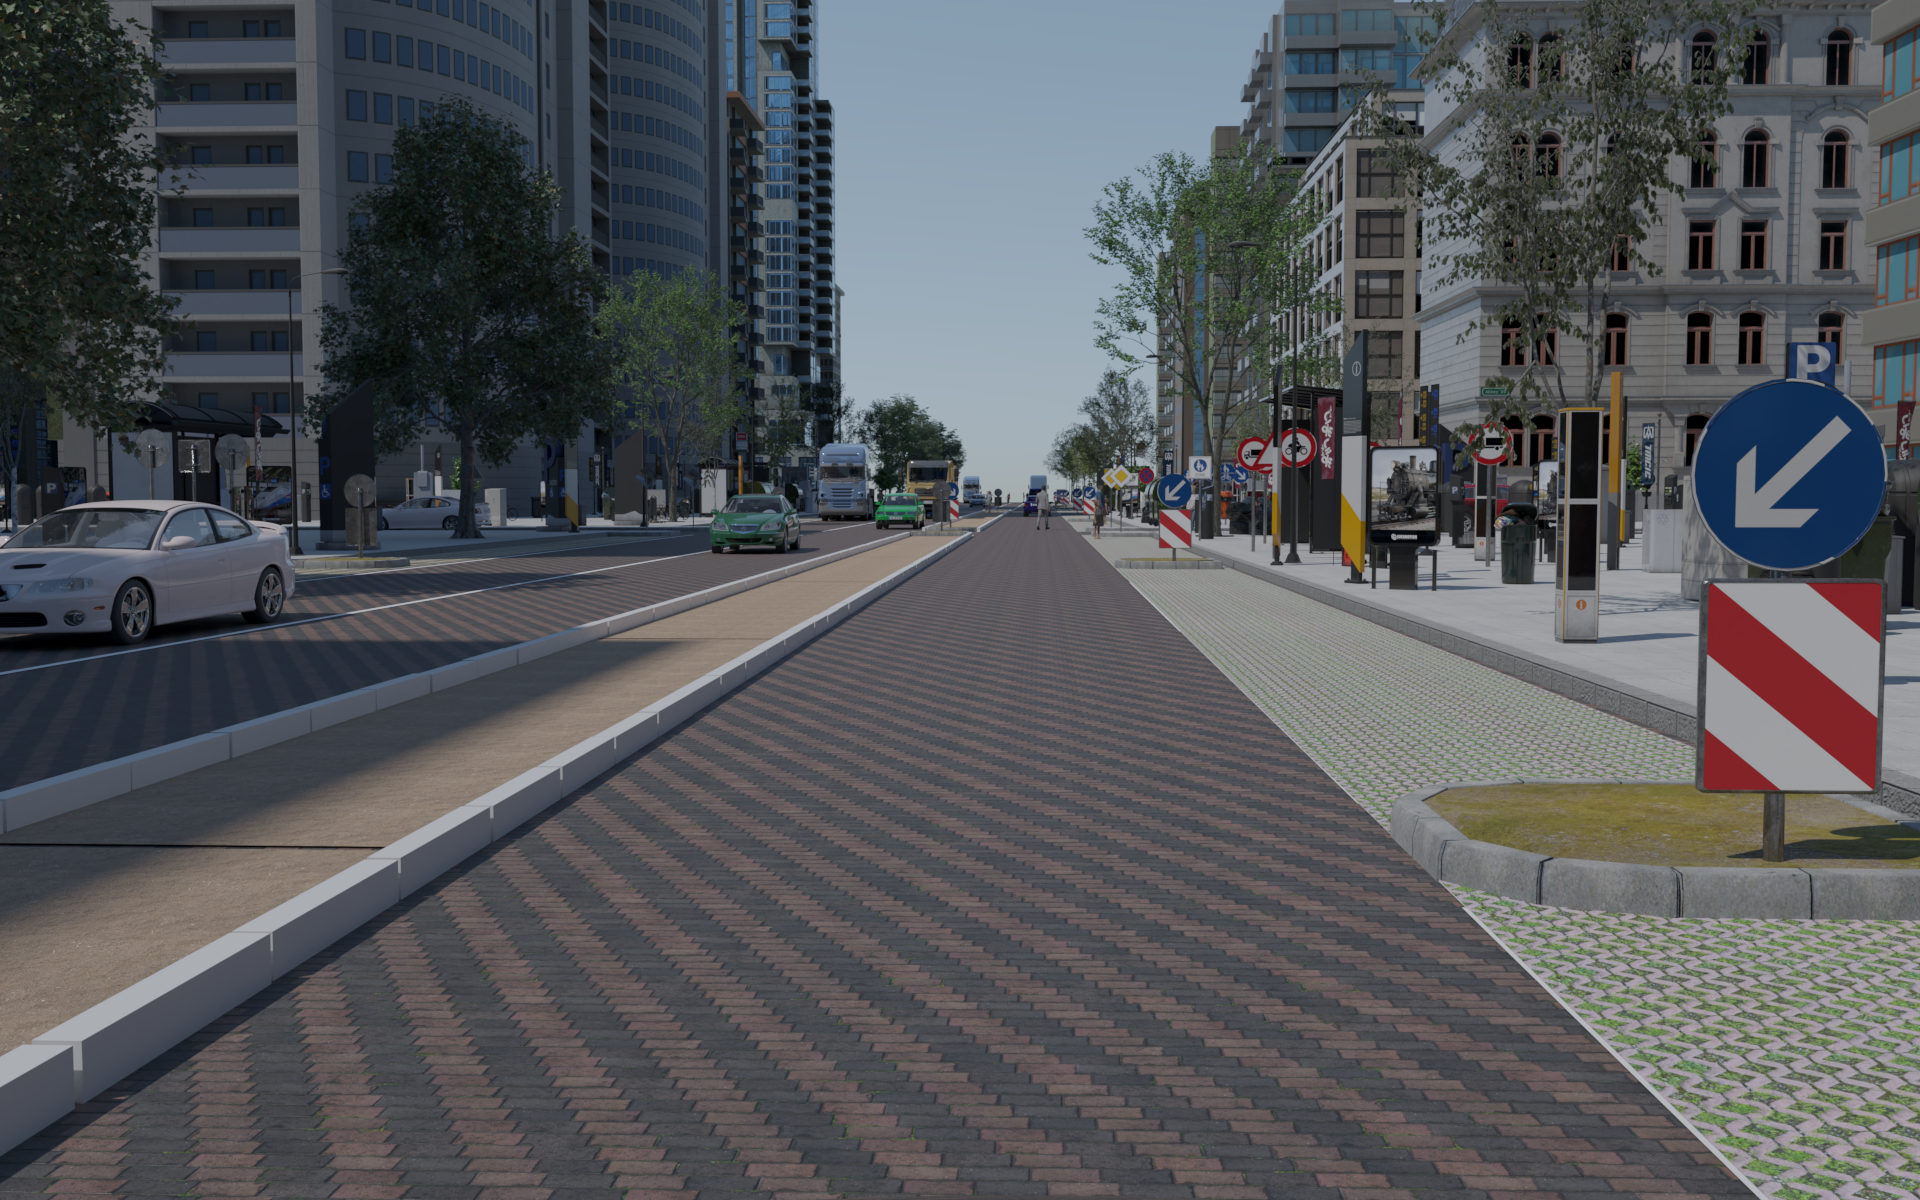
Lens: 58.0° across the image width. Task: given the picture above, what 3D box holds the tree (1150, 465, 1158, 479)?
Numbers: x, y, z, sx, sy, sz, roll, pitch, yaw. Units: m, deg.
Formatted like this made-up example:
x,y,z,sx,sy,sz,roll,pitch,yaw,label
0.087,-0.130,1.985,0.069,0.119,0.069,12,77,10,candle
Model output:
x,y,z,sx,sy,sz,roll,pitch,yaw,label
10.541,-6.414,99.471,1.663,3.219,1.824,0,3,0,tree

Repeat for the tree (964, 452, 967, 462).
x,y,z,sx,sy,sz,roll,pitch,yaw,label
-2.345,-23.036,302.397,9.928,11.665,9.643,0,3,0,tree

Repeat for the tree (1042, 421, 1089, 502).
x,y,z,sx,sy,sz,roll,pitch,yaw,label
18.854,-23.223,290.072,12.009,13.543,11.850,0,3,0,tree

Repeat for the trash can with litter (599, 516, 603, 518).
x,y,z,sx,sy,sz,roll,pitch,yaw,label
-19.039,-5.075,94.041,1.678,1.210,2.233,-1,4,-11,trash can with litter

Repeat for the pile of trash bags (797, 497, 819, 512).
x,y,z,sx,sy,sz,roll,pitch,yaw,label
-11.142,-6.994,124.107,1.912,1.369,3.447,1,4,18,pile of trash bags

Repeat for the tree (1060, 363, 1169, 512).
x,y,z,sx,sy,sz,roll,pitch,yaw,label
11.397,-11.579,123.733,7.601,10.594,8.767,0,4,7,tree

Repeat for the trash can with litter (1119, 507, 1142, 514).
x,y,z,sx,sy,sz,roll,pitch,yaw,label
11.721,-6.291,113.909,2.233,1.210,1.678,3,5,40,trash can with litter

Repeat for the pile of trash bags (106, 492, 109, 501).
x,y,z,sx,sy,sz,roll,pitch,yaw,label
-69.382,-8.144,142.912,1.912,1.369,3.447,3,5,41,pile of trash bags

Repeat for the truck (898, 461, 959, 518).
x,y,z,sx,sy,sz,roll,pitch,yaw,label
-1.624,-6.504,102.256,3.469,3.379,9.791,0,4,3,truck

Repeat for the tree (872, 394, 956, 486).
x,y,z,sx,sy,sz,roll,pitch,yaw,label
-6.412,-18.974,216.872,9.857,13.997,8.962,0,3,0,tree

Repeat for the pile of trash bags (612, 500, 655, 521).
x,y,z,sx,sy,sz,roll,pitch,yaw,label
-15.528,-4.393,81.585,1.912,1.369,3.447,0,4,4,pile of trash bags

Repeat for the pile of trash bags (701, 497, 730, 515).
x,y,z,sx,sy,sz,roll,pitch,yaw,label
-14.745,-5.789,104.397,1.912,1.369,3.447,-1,4,-21,pile of trash bags

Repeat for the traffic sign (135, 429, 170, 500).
x,y,z,sx,sy,sz,roll,pitch,yaw,label
-15.805,-2.065,33.876,0.768,2.556,0.104,0,4,8,traffic sign

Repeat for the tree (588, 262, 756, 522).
x,y,z,sx,sy,sz,roll,pitch,yaw,label
-13.125,-9.348,78.596,9.928,11.665,9.643,0,3,0,tree

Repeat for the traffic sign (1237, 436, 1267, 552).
x,y,z,sx,sy,sz,roll,pitch,yaw,label
6.521,-2.344,38.437,0.768,2.556,0.104,0,4,6,traffic sign

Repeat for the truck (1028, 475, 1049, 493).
x,y,z,sx,sy,sz,roll,pitch,yaw,label
10.959,-15.418,241.850,2.967,4.110,18.799,0,4,3,truck

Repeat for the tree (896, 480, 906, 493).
x,y,z,sx,sy,sz,roll,pitch,yaw,label
-6.881,-12.901,205.530,1.663,3.219,1.824,0,3,0,tree

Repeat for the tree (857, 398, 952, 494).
x,y,z,sx,sy,sz,roll,pitch,yaw,label
-7.739,-16.031,187.867,9.928,11.665,9.643,0,3,0,tree

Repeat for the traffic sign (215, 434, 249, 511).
x,y,z,sx,sy,sz,roll,pitch,yaw,label
-15.415,-2.237,36.677,0.768,2.556,0.104,0,4,6,traffic sign

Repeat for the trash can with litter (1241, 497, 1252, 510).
x,y,z,sx,sy,sz,roll,pitch,yaw,label
12.685,-4.005,76.870,0.624,1.170,1.055,3,5,39,trash can with litter

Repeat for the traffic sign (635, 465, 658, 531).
x,y,z,sx,sy,sz,roll,pitch,yaw,label
-10.731,-3.405,59.319,0.795,2.450,0.064,0,4,3,traffic sign

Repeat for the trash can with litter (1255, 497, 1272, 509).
x,y,z,sx,sy,sz,roll,pitch,yaw,label
11.860,-3.371,66.499,0.624,1.170,1.055,-1,4,-21,trash can with litter

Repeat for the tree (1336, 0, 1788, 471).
x,y,z,sx,sy,sz,roll,pitch,yaw,label
6.412,-4.149,18.201,4.360,8.622,3.978,0,3,0,tree

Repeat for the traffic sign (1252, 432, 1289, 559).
x,y,z,sx,sy,sz,roll,pitch,yaw,label
6.197,-2.087,34.119,0.884,2.594,0.081,1,4,10,traffic sign

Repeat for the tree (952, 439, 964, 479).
x,y,z,sx,sy,sz,roll,pitch,yaw,label
-5.678,-19.119,238.352,9.928,11.665,9.643,0,3,0,tree

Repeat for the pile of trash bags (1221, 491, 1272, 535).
x,y,z,sx,sy,sz,roll,pitch,yaw,label
9.311,-2.801,55.552,1.912,1.369,3.447,-2,4,-27,pile of trash bags

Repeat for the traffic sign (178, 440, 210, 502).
x,y,z,sx,sy,sz,roll,pitch,yaw,label
-14.482,-1.874,32.774,0.606,2.300,0.079,0,4,4,traffic sign

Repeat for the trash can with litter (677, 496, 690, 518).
x,y,z,sx,sy,sz,roll,pitch,yaw,label
-15.006,-4.987,92.929,1.055,1.170,0.624,0,4,0,trash can with litter

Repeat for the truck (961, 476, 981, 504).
x,y,z,sx,sy,sz,roll,pitch,yaw,label
2.175,-16.814,264.670,2.967,4.110,18.799,0,4,4,truck

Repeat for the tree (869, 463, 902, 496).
x,y,z,sx,sy,sz,roll,pitch,yaw,label
-7.765,-11.981,179.606,4.285,4.588,4.351,0,3,0,tree

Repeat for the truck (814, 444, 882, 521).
x,y,z,sx,sy,sz,roll,pitch,yaw,label
-5.955,-6.633,98.215,2.967,4.110,18.799,0,4,1,truck

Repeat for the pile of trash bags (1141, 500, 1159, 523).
x,y,z,sx,sy,sz,roll,pitch,yaw,label
9.616,-4.076,76.403,3.447,1.369,1.912,1,4,15,pile of trash bags

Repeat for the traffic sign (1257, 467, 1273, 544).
x,y,z,sx,sy,sz,roll,pitch,yaw,label
7.880,-2.727,44.692,0.768,2.556,0.104,0,4,4,traffic sign

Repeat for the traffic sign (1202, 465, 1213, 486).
x,y,z,sx,sy,sz,roll,pitch,yaw,label
8.273,-3.604,59.034,0.768,2.556,0.104,0,4,8,traffic sign

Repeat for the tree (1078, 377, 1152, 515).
x,y,z,sx,sy,sz,roll,pitch,yaw,label
9.940,-9.562,106.694,4.360,8.622,3.978,0,3,0,tree

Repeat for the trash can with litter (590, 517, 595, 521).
x,y,z,sx,sy,sz,roll,pitch,yaw,label
-18.927,-4.424,83.388,2.233,1.210,1.678,3,5,42,trash can with litter

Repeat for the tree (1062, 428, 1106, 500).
x,y,z,sx,sy,sz,roll,pitch,yaw,label
13.799,-14.476,187.037,4.737,8.622,4.395,0,3,0,tree

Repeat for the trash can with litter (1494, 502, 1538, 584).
x,y,z,sx,sy,sz,roll,pitch,yaw,label
7.969,-0.829,24.946,0.624,1.170,1.055,1,4,12,trash can with litter

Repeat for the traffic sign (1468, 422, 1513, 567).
x,y,z,sx,sy,sz,roll,pitch,yaw,label
9.308,-1.857,30.468,0.768,2.556,0.104,1,4,12,traffic sign

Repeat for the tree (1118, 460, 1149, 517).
x,y,z,sx,sy,sz,roll,pitch,yaw,label
9.345,-6.165,95.404,1.663,3.219,1.824,0,3,0,tree

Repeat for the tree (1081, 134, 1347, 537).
x,y,z,sx,sy,sz,roll,pitch,yaw,label
7.577,-7.697,51.598,9.928,11.665,9.643,0,3,0,tree

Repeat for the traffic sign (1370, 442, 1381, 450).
x,y,z,sx,sy,sz,roll,pitch,yaw,label
9.949,-2.568,42.096,0.768,2.556,0.104,0,4,7,traffic sign

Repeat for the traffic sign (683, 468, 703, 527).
x,y,z,sx,sy,sz,roll,pitch,yaw,label
-10.367,-3.893,67.296,0.795,2.450,0.064,0,4,3,traffic sign

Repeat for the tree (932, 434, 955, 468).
x,y,z,sx,sy,sz,roll,pitch,yaw,label
-3.885,-20.485,269.346,7.601,10.594,8.767,-1,4,-11,tree

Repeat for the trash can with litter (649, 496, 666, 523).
x,y,z,sx,sy,sz,roll,pitch,yaw,label
-13.713,-3.965,75.887,1.678,1.210,2.233,1,4,17,trash can with litter

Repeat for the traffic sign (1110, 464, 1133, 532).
x,y,z,sx,sy,sz,roll,pitch,yaw,label
5.446,-3.359,58.563,0.795,2.450,0.064,0,4,3,traffic sign

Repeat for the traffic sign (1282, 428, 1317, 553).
x,y,z,sx,sy,sz,roll,pitch,yaw,label
6.442,-2.026,33.226,0.768,2.556,0.104,1,4,11,traffic sign

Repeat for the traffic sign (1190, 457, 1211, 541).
x,y,z,sx,sy,sz,roll,pitch,yaw,label
6.569,-2.770,47.416,0.606,2.300,0.079,0,4,4,traffic sign

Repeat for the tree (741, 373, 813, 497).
x,y,z,sx,sy,sz,roll,pitch,yaw,label
-10.909,-9.446,104.798,4.737,8.622,4.395,0,3,0,tree

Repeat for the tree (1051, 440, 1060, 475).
x,y,z,sx,sy,sz,roll,pitch,yaw,label
16.700,-18.108,230.470,7.601,10.594,8.767,1,4,20,tree

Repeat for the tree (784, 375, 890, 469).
x,y,z,sx,sy,sz,roll,pitch,yaw,label
-9.616,-12.259,134.852,8.767,10.594,7.601,0,4,-6,tree

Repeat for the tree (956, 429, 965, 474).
x,y,z,sx,sy,sz,roll,pitch,yaw,label
-3.419,-23.467,290.339,9.857,13.997,8.962,0,3,0,tree

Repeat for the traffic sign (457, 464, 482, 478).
x,y,z,sx,sy,sz,roll,pitch,yaw,label
-16.475,-3.557,58.162,0.884,2.594,0.081,0,4,5,traffic sign

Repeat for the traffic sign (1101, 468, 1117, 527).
x,y,z,sx,sy,sz,roll,pitch,yaw,label
5.810,-3.847,66.540,0.795,2.450,0.064,0,4,3,traffic sign
